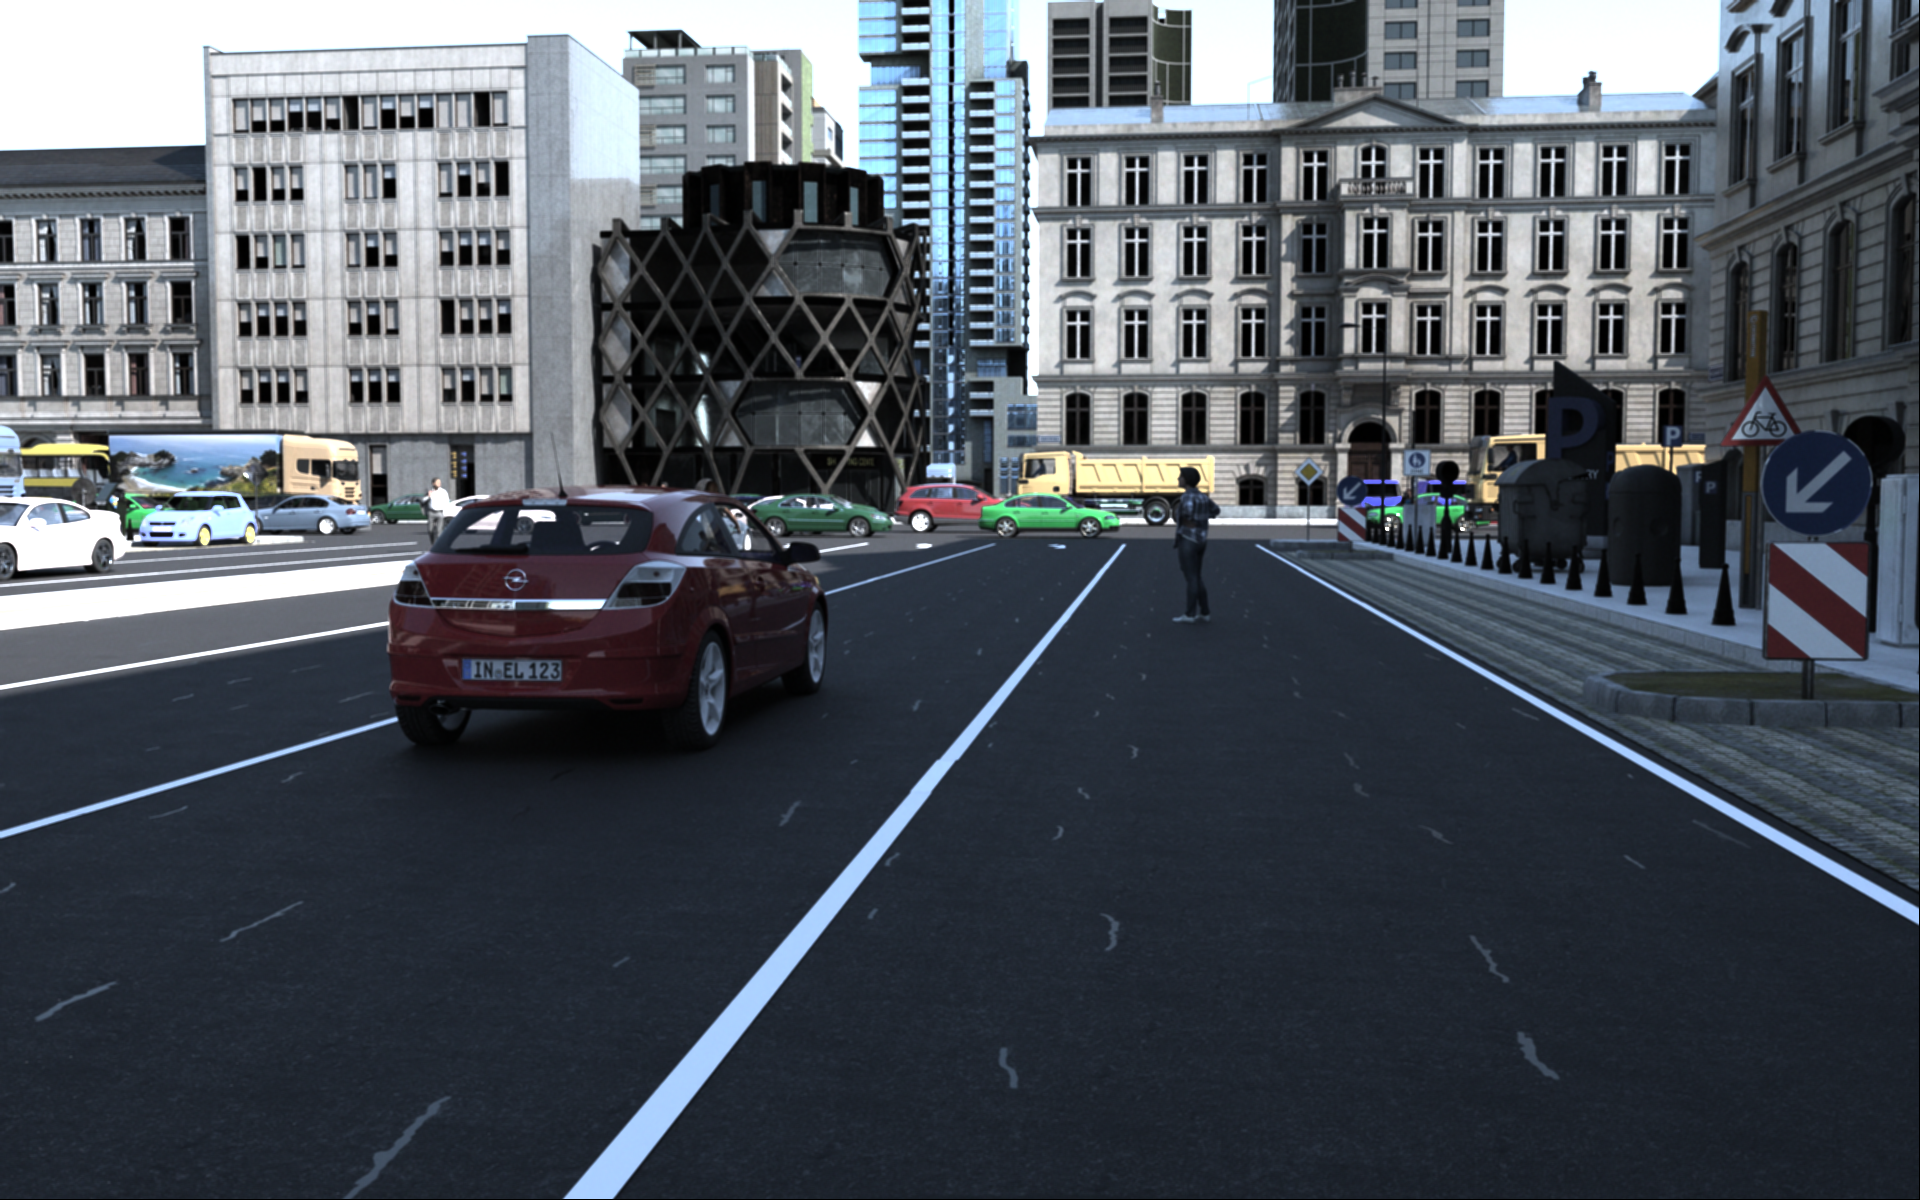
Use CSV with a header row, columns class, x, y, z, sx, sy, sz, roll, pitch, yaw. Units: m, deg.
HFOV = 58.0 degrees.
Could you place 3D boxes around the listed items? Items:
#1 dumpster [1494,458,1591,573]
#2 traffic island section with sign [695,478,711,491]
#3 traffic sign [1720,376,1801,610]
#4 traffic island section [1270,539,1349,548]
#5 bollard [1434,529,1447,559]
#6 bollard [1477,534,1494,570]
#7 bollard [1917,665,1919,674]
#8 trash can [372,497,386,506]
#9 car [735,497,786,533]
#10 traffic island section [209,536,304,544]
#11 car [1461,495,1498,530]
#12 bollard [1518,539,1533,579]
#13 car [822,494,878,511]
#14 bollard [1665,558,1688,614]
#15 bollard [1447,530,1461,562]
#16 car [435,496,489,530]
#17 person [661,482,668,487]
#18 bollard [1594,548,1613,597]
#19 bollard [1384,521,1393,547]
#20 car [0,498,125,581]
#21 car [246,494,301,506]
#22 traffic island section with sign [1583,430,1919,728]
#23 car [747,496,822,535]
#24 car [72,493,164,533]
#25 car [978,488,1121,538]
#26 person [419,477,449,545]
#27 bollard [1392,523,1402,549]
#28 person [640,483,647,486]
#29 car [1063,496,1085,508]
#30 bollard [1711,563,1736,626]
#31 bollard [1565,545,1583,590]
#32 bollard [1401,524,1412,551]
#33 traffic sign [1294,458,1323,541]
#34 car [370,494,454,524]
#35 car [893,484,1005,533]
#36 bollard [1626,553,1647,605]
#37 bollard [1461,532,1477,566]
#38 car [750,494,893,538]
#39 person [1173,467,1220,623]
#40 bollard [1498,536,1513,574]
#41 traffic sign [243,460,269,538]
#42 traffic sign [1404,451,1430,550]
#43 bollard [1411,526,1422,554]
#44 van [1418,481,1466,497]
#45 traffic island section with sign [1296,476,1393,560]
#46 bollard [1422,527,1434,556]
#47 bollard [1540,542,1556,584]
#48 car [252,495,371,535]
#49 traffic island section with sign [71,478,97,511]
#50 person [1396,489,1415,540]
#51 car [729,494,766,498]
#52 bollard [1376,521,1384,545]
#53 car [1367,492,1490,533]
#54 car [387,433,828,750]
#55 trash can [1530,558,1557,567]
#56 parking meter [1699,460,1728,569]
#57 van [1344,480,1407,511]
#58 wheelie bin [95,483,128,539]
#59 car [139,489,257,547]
class,x,y,z,sx,sy,sz,roll,pitch,yaw
dumpster,9.687,-1.410,28.813,1.264,1.857,1.865,0,4,7
traffic island section with sign,-7.447,-2.546,49.770,2.006,1.907,1.989,0,4,7
traffic sign,8.847,-1.169,19.111,0.884,2.594,0.081,1,4,14
traffic island section,9.568,-1.543,47.517,2.009,0.180,2.903,0,4,7
bollard,9.536,-1.109,34.174,0.229,0.601,0.229,0,3,0
bollard,8.984,-0.822,29.487,0.229,0.601,0.229,0,3,0
bollard,6.942,0.228,12.312,0.229,0.601,0.229,0,3,0
trash can,-29.639,-4.694,88.393,0.748,1.137,0.748,0,3,0
car,-8.096,-3.204,64.973,3.894,1.354,1.945,0,4,7
traffic island section,-20.761,-1.763,51.110,2.009,0.180,2.903,0,4,7
car,22.163,-3.753,70.395,4.494,1.783,2.155,0,4,8
bollard,8.609,-0.631,26.357,0.229,0.601,0.229,0,3,0
car,-6.198,-4.266,81.540,4.920,1.459,2.131,0,4,5
bollard,7.681,-0.154,18.557,0.229,0.601,0.229,0,3,0
bollard,9.352,-1.013,32.603,0.229,0.601,0.229,0,3,0
car,-16.716,-3.060,62.394,4.827,1.381,2.083,1,4,8
person,-9.053,-2.735,53.486,0.850,1.792,0.678,-3,5,-42
bollard,8.054,-0.344,21.674,0.229,0.601,0.229,0,3,0
bollard,10.469,-1.588,41.998,0.229,0.601,0.229,0,3,0
car,-16.517,-1.083,30.075,2.083,1.381,4.827,0,4,6
car,-27.800,-3.690,70.122,4.222,1.686,2.009,0,4,5
traffic island section with sign,5.295,-0.178,11.531,1.989,1.847,2.006,0,4,7
car,-6.573,-3.007,61.532,4.827,1.381,2.083,0,4,8
car,-26.946,-2.895,56.133,4.718,1.807,1.959,0,4,6
car,2.953,-2.960,57.189,4.718,1.807,1.959,0,4,8
person,-12.718,-2.036,41.893,0.679,1.850,0.850,-1,4,-11
bollard,10.281,-1.492,40.442,0.229,0.601,0.229,0,3,0
person,-10.387,-2.983,57.423,0.789,1.805,0.875,-2,4,-33
car,3.382,-3.699,73.053,3.894,1.354,1.945,0,4,7
bollard,7.496,-0.058,16.984,0.229,0.601,0.229,0,3,0
bollard,8.242,-0.440,23.239,0.229,0.601,0.229,0,3,0
bollard,10.094,-1.396,38.860,0.229,0.601,0.229,0,3,0
traffic sign,9.544,-2.679,47.442,0.795,2.450,0.064,0,4,7
car,-26.279,-4.378,83.381,4.920,1.459,2.131,0,4,5
car,0.152,-3.443,64.963,5.304,1.827,2.281,0,4,8
bollard,7.869,-0.249,20.117,0.229,0.601,0.229,0,3,0
bollard,9.166,-0.918,31.047,0.229,0.601,0.229,0,3,0
car,-4.691,-2.832,58.108,4.920,1.459,2.131,0,4,6
person,2.606,-0.618,19.320,0.376,1.734,0.841,3,4,36
bollard,8.792,-0.726,27.913,0.229,0.601,0.229,0,3,0
traffic sign,-20.736,-2.899,51.045,0.795,2.450,0.064,0,4,7
traffic sign,10.516,-2.312,39.924,0.606,2.300,0.079,1,4,9
bollard,9.910,-1.300,37.303,0.229,0.601,0.229,0,3,0
van,21.531,-4.443,77.031,2.240,2.365,5.245,0,4,7
traffic island section with sign,8.504,-1.823,38.441,1.989,1.847,2.006,0,4,7
bollard,9.725,-1.205,35.741,0.229,0.601,0.229,0,3,0
bollard,8.422,-0.536,24.799,0.229,0.601,0.229,0,3,0
car,-23.351,-3.038,61.676,4.499,1.417,2.014,0,4,7
traffic island section with sign,-21.522,-2.032,41.858,1.989,1.847,2.006,0,4,7
person,13.794,-2.639,53.522,0.662,1.594,0.647,-3,4,-38
car,-10.158,-4.105,78.917,4.920,1.459,2.131,0,4,8
bollard,10.654,-1.683,43.555,0.229,0.601,0.229,0,3,0
car,17.579,-3.461,65.379,4.718,1.807,1.959,0,4,6
car,-2.068,-0.136,11.271,2.155,1.783,4.494,0,4,8
trash can,10.443,-1.168,30.758,0.748,1.137,0.748,0,3,0
parking meter,12.981,-1.478,29.877,0.255,1.863,0.399,-3,5,-42
van,17.723,-4.261,74.052,2.240,2.365,5.245,0,4,5
wheelie bin,-23.937,-2.506,48.885,0.980,1.594,0.693,2,4,35
car,-20.982,-2.329,47.670,1.945,1.707,3.694,0,4,6
